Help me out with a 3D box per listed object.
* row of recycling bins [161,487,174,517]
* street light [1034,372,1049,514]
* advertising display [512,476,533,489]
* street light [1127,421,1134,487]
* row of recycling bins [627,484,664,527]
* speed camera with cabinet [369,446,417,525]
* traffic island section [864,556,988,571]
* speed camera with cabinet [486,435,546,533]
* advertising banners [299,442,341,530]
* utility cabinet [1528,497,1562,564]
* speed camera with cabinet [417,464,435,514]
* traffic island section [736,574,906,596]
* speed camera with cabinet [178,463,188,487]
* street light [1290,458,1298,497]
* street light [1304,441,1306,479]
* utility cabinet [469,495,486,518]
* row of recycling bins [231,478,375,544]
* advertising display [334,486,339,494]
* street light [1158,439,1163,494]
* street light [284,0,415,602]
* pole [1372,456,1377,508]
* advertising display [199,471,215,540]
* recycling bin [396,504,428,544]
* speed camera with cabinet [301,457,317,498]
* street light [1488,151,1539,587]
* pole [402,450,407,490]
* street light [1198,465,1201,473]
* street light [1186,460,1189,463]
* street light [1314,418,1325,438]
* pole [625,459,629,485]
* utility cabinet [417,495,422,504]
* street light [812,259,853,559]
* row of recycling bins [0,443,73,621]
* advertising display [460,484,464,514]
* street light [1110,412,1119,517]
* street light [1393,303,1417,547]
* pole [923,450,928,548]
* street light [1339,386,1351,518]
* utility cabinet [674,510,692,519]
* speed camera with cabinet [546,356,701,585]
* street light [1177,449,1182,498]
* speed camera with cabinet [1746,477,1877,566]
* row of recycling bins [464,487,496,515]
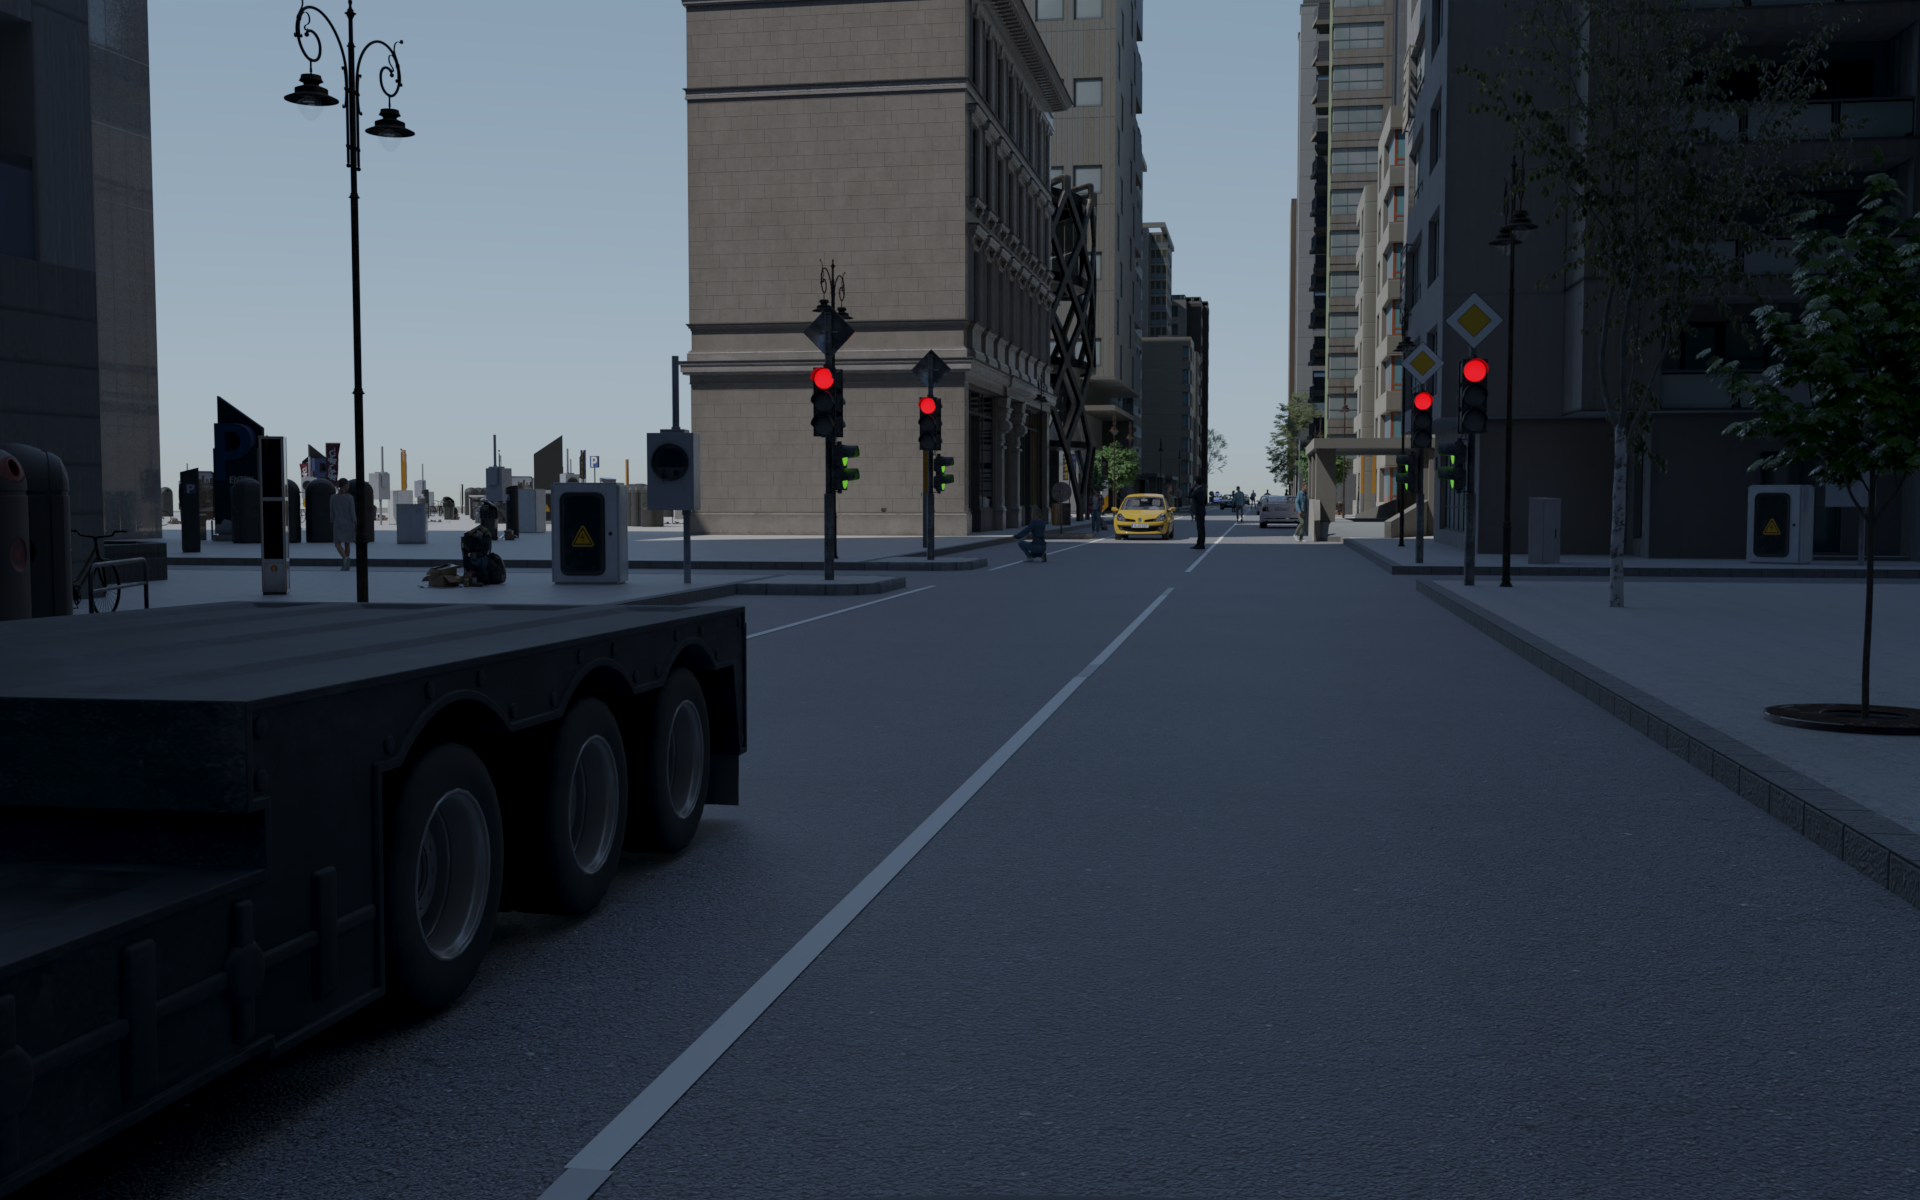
[{"bbox_3d":[-46.427,-5.557,97.963,3.534,1.692,1.069,-1,4,-21],"label":"row of recycling bins"},{"bbox_3d":[3.094,-5.702,66.008,0.468,5.910,1.993,1,4,10],"label":"street light"},{"bbox_3d":[-15.723,-3.474,62.011,0.123,1.923,0.974,3,5,40],"label":"advertising display"},{"bbox_3d":[10.820,-8.401,110.147,0.468,5.910,1.993,1,4,10],"label":"street light"},{"bbox_3d":[-12.651,-3.766,68.691,1.069,1.692,3.534,-2,4,-27],"label":"row of recycling bins"},{"bbox_3d":[-23.807,-4.779,72.474,0.660,3.252,2.038,2,4,24],"label":"speed camera with cabinet"},{"bbox_3d":[-0.592,-0.705,33.806,2.009,0.180,2.903,1,4,10],"label":"traffic island section"},{"bbox_3d":[-14.751,-3.864,57.515,2.038,3.252,0.660,2,4,24],"label":"speed camera with cabinet"},{"bbox_3d":[-22.010,-3.827,58.754,2.074,3.025,0.090,0,4,1],"label":"advertising banners"},{"bbox_3d":[10.811,-1.275,32.001,0.306,1.237,1.020,3,4,36],"label":"utility cabinet"},{"bbox_3d":[-35.099,-7.286,113.455,0.660,3.252,2.038,0,4,4],"label":"speed camera with cabinet"},{"bbox_3d":[-1.977,-0.224,25.942,2.009,0.180,2.903,1,4,10],"label":"traffic island section"},{"bbox_3d":[-49.743,-7.188,111.854,0.660,3.252,2.038,0,4,1],"label":"speed camera with cabinet"},{"bbox_3d":[38.485,-13.849,199.210,0.468,5.910,1.993,1,4,10],"label":"street light"},{"bbox_3d":[29.665,-10.790,149.200,0.468,5.910,1.993,1,4,10],"label":"street light"},{"bbox_3d":[-26.114,-5.061,93.907,1.020,1.237,0.306,1,4,23],"label":"utility cabinet"},{"bbox_3d":[-17.330,-2.364,45.761,3.534,1.692,1.069,-2,4,-27],"label":"row of recycling bins"},{"bbox_3d":[-29.034,-4.597,80.371,0.123,1.923,0.974,0,4,-2],"label":"advertising display"},{"bbox_3d":[16.439,-10.343,141.896,0.468,5.910,1.993,1,4,10],"label":"street light"},{"bbox_3d":[-5.692,-2.664,16.344,0.468,5.910,1.993,1,4,10],"label":"street light"},{"bbox_3d":[18.725,-5.165,78.290,0.158,3.312,0.155,0,3,0],"label":"pole"},{"bbox_3d":[-21.075,-2.616,47.978,0.123,1.923,0.974,2,4,24],"label":"advertising display"},{"bbox_3d":[-14.195,-1.978,44.899,0.722,1.027,0.722,-1,4,-11],"label":"recycling bin"},{"bbox_3d":[-35.115,-5.947,91.565,2.038,3.252,0.660,0,4,-4],"label":"speed camera with cabinet"},{"bbox_3d":[7.554,-3.119,23.781,0.468,5.910,1.993,1,4,10],"label":"street light"},{"bbox_3d":[-25.645,-5.267,79.951,0.158,3.312,0.155,0,3,0],"label":"pole"},{"bbox_3d":[30.929,-15.370,224.094,0.468,5.910,1.993,1,4,10],"label":"street light"},{"bbox_3d":[25.130,-13.380,191.557,0.468,5.910,1.993,1,4,10],"label":"street light"},{"bbox_3d":[21.964,-8.128,105.672,0.468,5.910,1.993,1,4,10],"label":"street light"},{"bbox_3d":[-19.459,-6.573,101.315,0.158,3.312,0.155,0,3,0],"label":"pole"},{"bbox_3d":[-32.032,-5.605,102.808,0.306,1.237,1.020,-1,4,-12],"label":"utility cabinet"},{"bbox_3d":[-2.502,-3.759,34.255,0.468,5.910,1.993,1,4,10],"label":"street light"},{"bbox_3d":[-7.468,-0.343,12.718,1.069,1.692,3.534,-1,4,-11],"label":"row of recycling bins"},{"bbox_3d":[-32.291,-6.546,112.246,0.123,1.923,0.974,-1,4,-22],"label":"advertising display"},{"bbox_3d":[8.726,-7.656,97.971,0.468,5.910,1.993,1,4,10],"label":"street light"},{"bbox_3d":[10.793,-4.243,42.163,0.468,5.910,1.993,1,4,10],"label":"street light"},{"bbox_3d":[-0.788,-2.903,41.308,0.158,3.312,0.155,0,3,0],"label":"pole"},{"bbox_3d":[16.400,-6.185,73.914,0.468,5.910,1.993,1,4,10],"label":"street light"},{"bbox_3d":[-13.871,-4.826,87.587,1.173,1.500,0.318,-1,4,-21],"label":"utility cabinet"},{"bbox_3d":[-4.765,-1.857,24.692,2.038,3.252,0.660,0,4,2],"label":"speed camera with cabinet"},{"bbox_3d":[22.021,-12.285,173.651,0.468,5.910,1.993,1,4,10],"label":"street light"},{"bbox_3d":[15.443,-2.268,31.418,0.660,3.252,2.038,-3,5,-42],"label":"speed camera with cabinet"},{"bbox_3d":[-29.326,-6.054,106.101,1.069,1.692,3.534,0,4,7],"label":"row of recycling bins"}]
